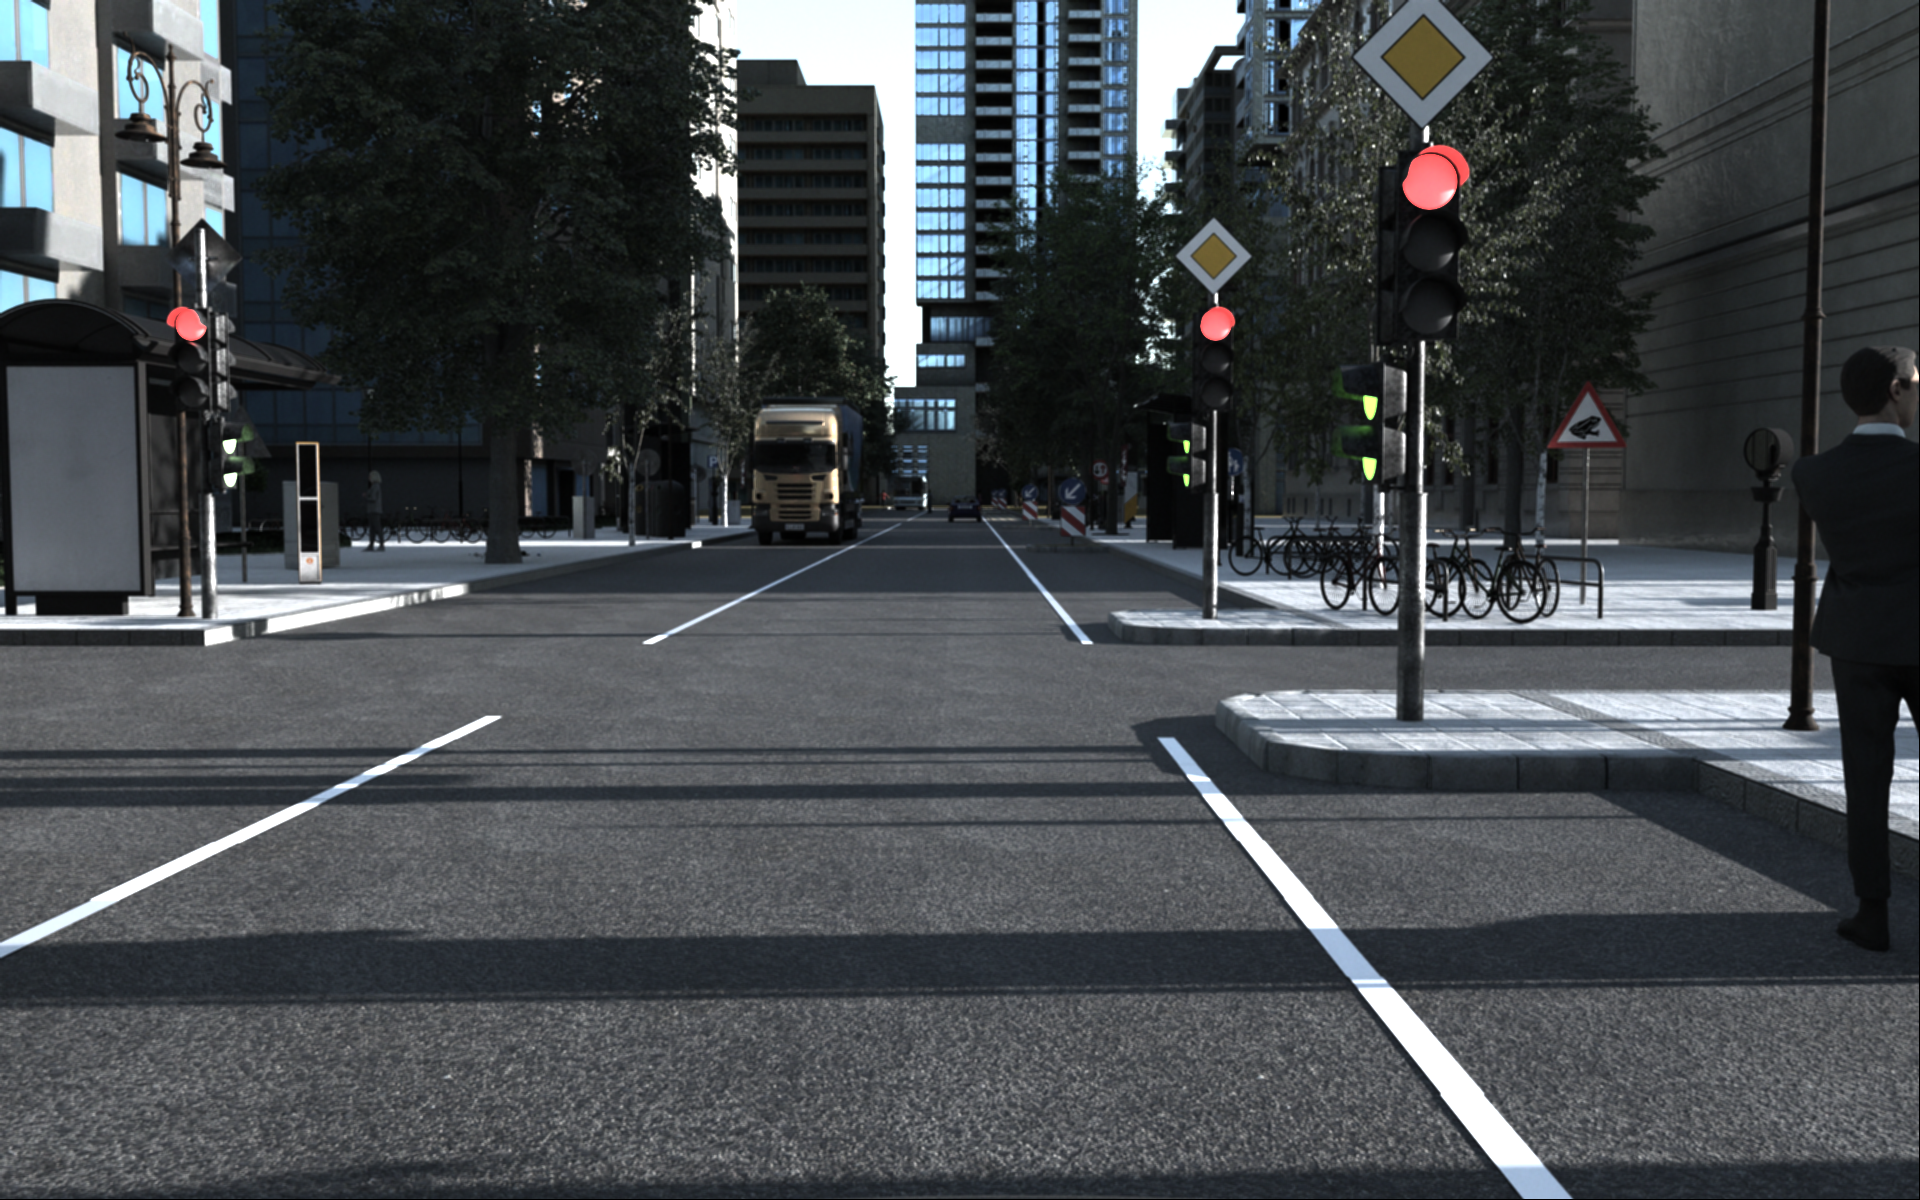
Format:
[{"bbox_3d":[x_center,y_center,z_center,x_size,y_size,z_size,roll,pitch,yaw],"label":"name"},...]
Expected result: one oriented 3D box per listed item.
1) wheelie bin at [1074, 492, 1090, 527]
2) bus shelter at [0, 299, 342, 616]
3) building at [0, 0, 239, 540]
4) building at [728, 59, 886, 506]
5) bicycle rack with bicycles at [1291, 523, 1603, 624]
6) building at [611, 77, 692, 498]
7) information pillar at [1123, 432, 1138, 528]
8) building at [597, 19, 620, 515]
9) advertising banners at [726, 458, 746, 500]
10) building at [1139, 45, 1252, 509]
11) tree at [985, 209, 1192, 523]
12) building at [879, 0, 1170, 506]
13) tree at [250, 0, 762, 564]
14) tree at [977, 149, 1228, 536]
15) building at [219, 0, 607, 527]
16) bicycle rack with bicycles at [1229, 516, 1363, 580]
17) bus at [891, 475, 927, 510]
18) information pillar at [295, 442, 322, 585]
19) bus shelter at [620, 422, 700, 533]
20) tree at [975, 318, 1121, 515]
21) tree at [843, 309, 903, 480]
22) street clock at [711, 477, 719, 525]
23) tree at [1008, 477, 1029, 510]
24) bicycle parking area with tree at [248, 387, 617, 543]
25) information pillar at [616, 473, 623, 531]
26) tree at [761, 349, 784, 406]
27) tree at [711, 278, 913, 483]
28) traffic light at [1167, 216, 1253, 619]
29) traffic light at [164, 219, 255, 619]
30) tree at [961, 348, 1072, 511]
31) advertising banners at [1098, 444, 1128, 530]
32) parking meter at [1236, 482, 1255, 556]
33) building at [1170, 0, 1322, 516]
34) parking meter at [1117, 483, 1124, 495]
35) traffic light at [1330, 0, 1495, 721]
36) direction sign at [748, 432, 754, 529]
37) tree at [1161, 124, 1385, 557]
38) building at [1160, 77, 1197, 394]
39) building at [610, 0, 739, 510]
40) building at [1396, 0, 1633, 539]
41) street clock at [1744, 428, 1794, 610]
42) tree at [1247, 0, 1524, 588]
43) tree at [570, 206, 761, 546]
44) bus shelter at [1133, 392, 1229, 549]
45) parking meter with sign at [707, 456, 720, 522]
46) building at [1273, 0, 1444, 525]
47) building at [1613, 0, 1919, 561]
[{"bbox_3d":[4.794,-3.698,68.370,0.693,1.594,0.980,0,4,1],"label":"wheelie bin"},{"bbox_3d":[-9.372,-1.641,20.754,2.014,3.302,5.546,0,3,0],"label":"bus shelter"},{"bbox_3d":[-33.359,-25.851,42.276,23.786,49.044,30.456,0,3,0],"label":"building"},{"bbox_3d":[-19.569,-35.083,197.301,21.600,48.544,21.300,0,3,0],"label":"building"},{"bbox_3d":[5.445,-0.300,18.287,2.852,0.926,2.925,-1,4,-12],"label":"bicycle rack with bicycles"},{"bbox_3d":[-26.861,-21.342,120.637,14.160,30.474,14.107,0,3,0],"label":"building"},{"bbox_3d":[6.385,-4.492,64.807,0.504,3.616,0.183,0,4,2],"label":"information pillar"},{"bbox_3d":[-29.595,-40.601,102.073,20.563,71.187,20.611,0,3,0],"label":"building"},{"bbox_3d":[-11.040,-5.436,85.071,0.090,3.025,2.074,-3,4,-38],"label":"advertising banners"},{"bbox_3d":[31.911,-27.729,145.254,32.217,40.220,23.993,0,3,0],"label":"building"},{"bbox_3d":[5.780,-10.441,77.370,9.857,13.997,8.962,0,3,0],"label":"tree"},{"bbox_3d":[6.732,-54.060,196.550,31.000,86.520,22.319,0,3,0],"label":"building"},{"bbox_3d":[-8.563,-7.654,31.803,9.857,13.997,8.962,0,3,0],"label":"tree"},{"bbox_3d":[4.622,-7.828,53.751,9.928,11.665,9.643,0,3,0],"label":"tree"},{"bbox_3d":[-23.421,-25.843,72.643,14.600,45.320,14.200,0,3,0],"label":"building"},{"bbox_3d":[5.656,-0.833,27.002,2.925,0.926,2.852,0,4,0],"label":"bicycle rack with bicycles"},{"bbox_3d":[-4.522,-9.996,158.293,2.948,3.499,13.247,0,4,1],"label":"bus"},{"bbox_3d":[-9.269,-1.233,24.651,0.304,2.012,0.304,-1,4,-20],"label":"information pillar"},{"bbox_3d":[-10.227,-4.169,59.452,1.731,3.624,6.357,0,4,0],"label":"bus shelter"},{"bbox_3d":[5.610,-11.555,105.933,9.611,12.733,9.660,0,3,0],"label":"tree"},{"bbox_3d":[-8.729,-12.936,118.152,9.857,13.997,8.962,0,3,0],"label":"tree"},{"bbox_3d":[-10.153,-4.108,71.738,0.358,2.002,0.471,-1,4,-23],"label":"street clock"},{"bbox_3d":[4.955,-9.032,142.276,1.663,3.219,1.824,0,3,0],"label":"tree"},{"bbox_3d":[-15.486,-3.794,49.033,9.016,4.147,8.231,2,4,24],"label":"bicycle parking area with tree"},{"bbox_3d":[-11.786,-3.419,60.396,0.304,2.012,0.304,-2,4,-34],"label":"information pillar"},{"bbox_3d":[-9.078,-7.205,68.166,4.360,8.622,3.978,0,3,0],"label":"tree"},{"bbox_3d":[-8.531,-10.731,92.459,9.611,12.733,9.660,0,3,0],"label":"tree"},{"bbox_3d":[2.553,-1.761,17.714,0.839,4.253,0.868,0,3,0],"label":"traffic light"},{"bbox_3d":[-7.709,-1.761,17.718,0.839,4.253,0.868,0,3,0],"label":"traffic light"},{"bbox_3d":[5.625,-13.392,129.322,12.009,13.543,11.850,0,3,0],"label":"tree"},{"bbox_3d":[5.440,-3.991,61.446,0.090,3.025,2.074,-2,4,-25],"label":"advertising banners"},{"bbox_3d":[5.894,-1.675,35.793,0.372,1.533,0.369,0,3,0],"label":"parking meter"},{"bbox_3d":[27.042,-49.149,116.255,22.319,86.520,31.000,0,3,0],"label":"building"},{"bbox_3d":[8.314,-5.141,89.759,0.255,1.863,0.399,-1,4,-12],"label":"parking meter"},{"bbox_3d":[2.538,-1.273,9.729,0.839,4.253,0.868,0,3,0],"label":"traffic light"},{"bbox_3d":[-7.680,-4.408,64.062,0.379,3.537,0.876,0,4,6],"label":"direction sign"},{"bbox_3d":[5.891,-5.165,34.810,4.737,8.622,4.395,0,3,0],"label":"tree"},{"bbox_3d":[38.096,-35.416,198.658,30.456,49.044,23.786,0,3,0],"label":"building"},{"bbox_3d":[-33.033,-33.846,142.622,27.495,52.752,28.713,0,3,0],"label":"building"},{"bbox_3d":[22.326,-13.590,58.351,11.583,22.565,21.152,0,3,0],"label":"building"},{"bbox_3d":[8.925,-0.893,19.167,0.358,2.002,0.471,-2,4,-25],"label":"street clock"},{"bbox_3d":[5.873,-4.455,23.203,4.360,8.622,3.978,0,3,0],"label":"tree"},{"bbox_3d":[-7.977,-5.652,42.775,4.360,8.622,3.978,0,3,0],"label":"tree"},{"bbox_3d":[5.466,-3.174,43.170,1.731,3.624,6.357,0,4,0],"label":"bus shelter"},{"bbox_3d":[-11.308,-5.090,79.478,0.543,3.016,1.738,-1,4,-9],"label":"parking meter with sign"},{"bbox_3d":[23.516,-17.959,81.020,14.401,28.519,23.554,0,3,0],"label":"building"},{"bbox_3d":[30.970,-12.403,36.081,30.059,22.955,16.112,0,3,0],"label":"building"}]
